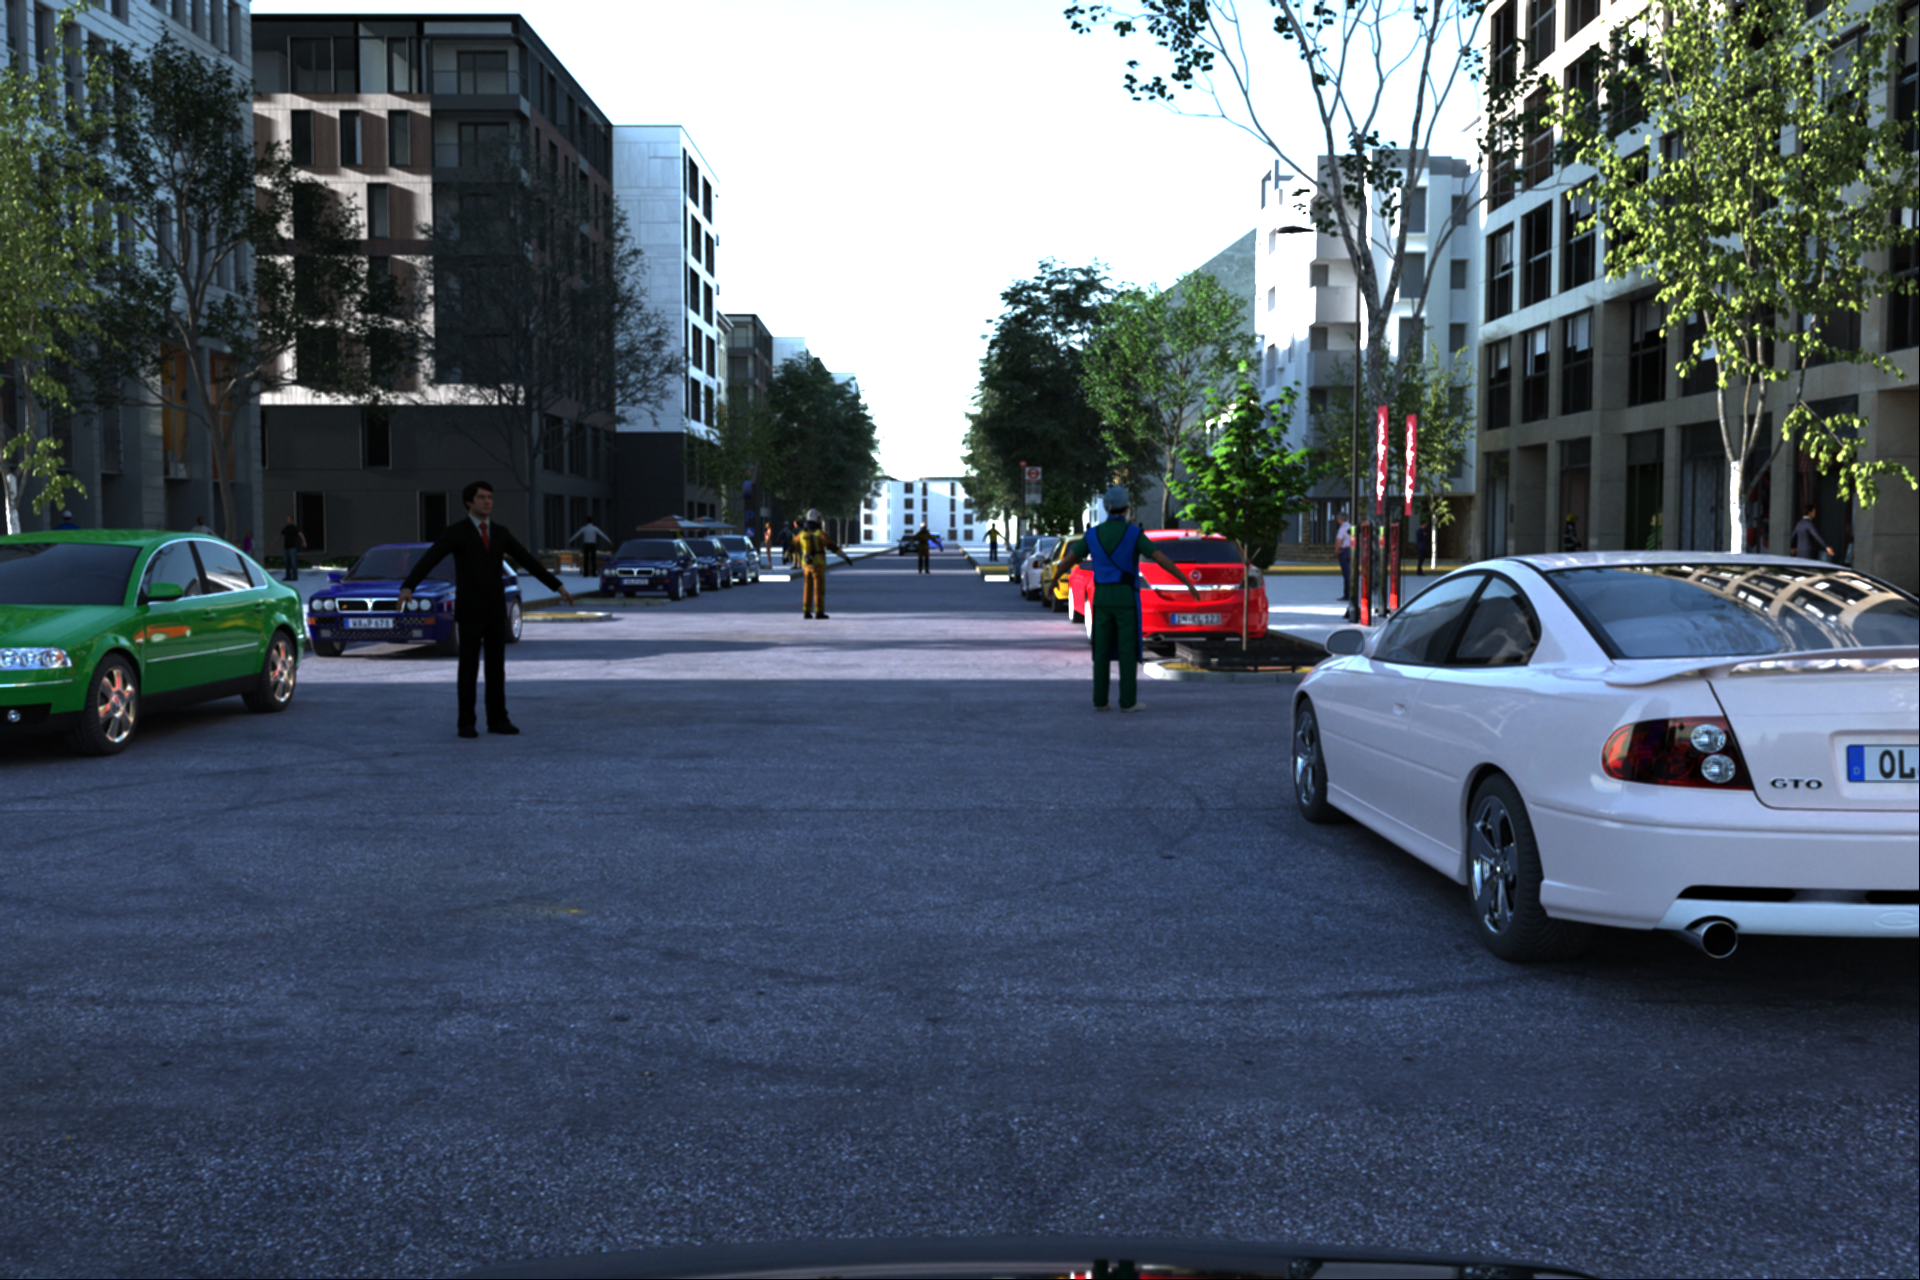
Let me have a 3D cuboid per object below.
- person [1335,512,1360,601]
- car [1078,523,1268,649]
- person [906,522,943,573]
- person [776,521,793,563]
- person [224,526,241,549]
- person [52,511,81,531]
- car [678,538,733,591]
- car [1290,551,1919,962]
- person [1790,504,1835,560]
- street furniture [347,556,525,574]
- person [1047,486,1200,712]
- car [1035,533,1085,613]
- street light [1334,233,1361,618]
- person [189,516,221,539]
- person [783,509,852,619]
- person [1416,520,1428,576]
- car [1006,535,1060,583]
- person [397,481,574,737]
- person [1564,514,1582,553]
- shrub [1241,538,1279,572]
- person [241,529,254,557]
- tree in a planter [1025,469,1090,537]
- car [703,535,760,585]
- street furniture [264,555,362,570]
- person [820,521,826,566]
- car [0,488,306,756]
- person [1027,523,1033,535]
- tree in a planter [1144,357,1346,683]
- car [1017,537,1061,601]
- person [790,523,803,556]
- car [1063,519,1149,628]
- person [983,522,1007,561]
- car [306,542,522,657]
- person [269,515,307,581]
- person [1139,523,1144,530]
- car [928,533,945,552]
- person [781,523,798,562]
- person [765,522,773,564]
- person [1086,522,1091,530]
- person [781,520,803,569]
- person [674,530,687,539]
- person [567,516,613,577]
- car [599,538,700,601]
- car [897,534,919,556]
[{"bbox_3d":[7.381,-1.610,33.306,0.756,1.711,0.436,-3,4,-36],"label":"person"},{"bbox_3d":[2.556,-0.737,21.092,2.155,1.783,4.494,0,4,-1],"label":"car"},{"bbox_3d":[-1.313,-3.349,62.983,1.354,1.858,0.705,-1,4,-15],"label":"person"},{"bbox_3d":[-7.699,-4.347,76.928,1.347,1.847,0.705,3,4,36],"label":"person"},{"bbox_3d":[-18.736,-2.355,44.618,0.704,1.816,1.345,-2,4,-31],"label":"person"},{"bbox_3d":[-21.569,-2.202,41.888,1.347,1.842,0.705,-2,4,-31],"label":"person"},{"bbox_3d":[-6.949,-1.980,44.954,1.945,1.354,3.894,0,4,0],"label":"car"},{"bbox_3d":[2.678,0.316,7.201,2.083,1.381,4.827,0,4,-2],"label":"car"},{"bbox_3d":[15.414,-1.554,31.464,0.704,1.823,1.345,0,4,-3],"label":"person"},{"bbox_3d":[-17.497,-2.664,59.179,5.734,0.657,10.072,0,4,-7],"label":"street furniture"},{"bbox_3d":[1.283,-0.334,14.040,1.347,1.817,0.704,2,4,29],"label":"person"},{"bbox_3d":[2.482,-1.395,33.026,2.015,1.641,3.980,0,4,-1],"label":"car"},{"bbox_3d":[6.544,-3.283,26.217,1.470,5.913,1.316,0,4,0],"label":"street light"},{"bbox_3d":[-22.594,-2.785,51.618,1.344,1.819,0.704,-3,4,-38],"label":"person"},{"bbox_3d":[-2.451,-1.286,29.253,1.354,1.858,0.705,2,4,27],"label":"person"},{"bbox_3d":[14.132,-2.815,52.995,0.541,1.710,0.530,-3,4,-38],"label":"person"},{"bbox_3d":[2.399,-2.417,51.518,2.014,1.417,4.499,0,4,-2],"label":"car"},{"bbox_3d":[-3.397,-0.226,12.336,1.347,1.806,0.705,-3,5,-42],"label":"person"},{"bbox_3d":[17.267,-2.637,48.880,0.704,1.858,1.351,0,4,6],"label":"person"},{"bbox_3d":[9.564,-3.209,56.502,1.661,2.075,1.752,0,3,0],"label":"shrub"},{"bbox_3d":[-22.357,-2.750,54.225,0.991,1.433,0.599,3,4,39],"label":"person"},{"bbox_3d":[2.698,-3.111,48.080,1.991,3.239,1.994,0,4,-1],"label":"tree in a planter"},{"bbox_3d":[-6.814,-2.326,50.038,2.014,1.417,4.499,0,3,0],"label":"car"},{"bbox_3d":[-26.675,-2.990,64.519,10.072,0.657,5.734,0,4,8],"label":"street furniture"},{"bbox_3d":[-5.639,-3.907,70.002,0.705,1.813,1.348,2,4,26],"label":"person"},{"bbox_3d":[-6.336,-0.231,12.580,1.959,1.807,4.718,0,4,0],"label":"car"},{"bbox_3d":[3.486,-4.812,84.858,0.705,1.806,1.347,1,4,19],"label":"person"},{"bbox_3d":[2.921,-1.246,17.595,1.991,3.239,1.994,0,4,-1],"label":"tree in a planter"},{"bbox_3d":[2.342,-1.610,38.692,2.083,1.381,4.827,0,4,0],"label":"car"},{"bbox_3d":[-8.198,-5.028,88.345,1.345,1.843,0.704,3,5,42],"label":"person"},{"bbox_3d":[2.693,-1.074,26.608,2.155,1.783,4.494,0,4,-1],"label":"car"},{"bbox_3d":[1.599,-4.624,81.564,1.349,1.833,0.705,-2,4,-33],"label":"person"},{"bbox_3d":[-6.676,-0.543,21.464,1.945,1.354,3.894,0,3,0],"label":"car"},{"bbox_3d":[-18.394,-2.526,47.523,1.348,1.803,0.705,2,4,25],"label":"person"},{"bbox_3d":[8.445,-4.573,80.898,1.346,1.812,0.704,1,4,22],"label":"person"},{"bbox_3d":[-2.210,-8.025,140.799,1.945,1.707,3.694,0,4,-1],"label":"car"},{"bbox_3d":[-7.491,-4.419,78.473,1.346,1.802,0.704,1,4,12],"label":"person"},{"bbox_3d":[-7.468,-3.679,66.956,0.721,1.733,1.217,0,4,-7],"label":"person"},{"bbox_3d":[6.270,-4.834,84.823,0.705,1.856,1.354,3,5,39],"label":"person"},{"bbox_3d":[-6.001,-3.509,63.637,0.705,1.796,1.348,3,5,42],"label":"person"},{"bbox_3d":[-11.970,-4.164,74.537,0.721,1.772,1.216,-3,5,-39],"label":"person"},{"bbox_3d":[-11.006,-2.773,51.500,1.344,1.810,0.704,-1,4,-11],"label":"person"},{"bbox_3d":[-6.864,-1.584,38.475,1.945,1.354,3.894,0,3,0],"label":"car"},{"bbox_3d":[-3.206,-6.491,115.914,2.009,1.686,4.222,0,4,-1],"label":"car"}]
